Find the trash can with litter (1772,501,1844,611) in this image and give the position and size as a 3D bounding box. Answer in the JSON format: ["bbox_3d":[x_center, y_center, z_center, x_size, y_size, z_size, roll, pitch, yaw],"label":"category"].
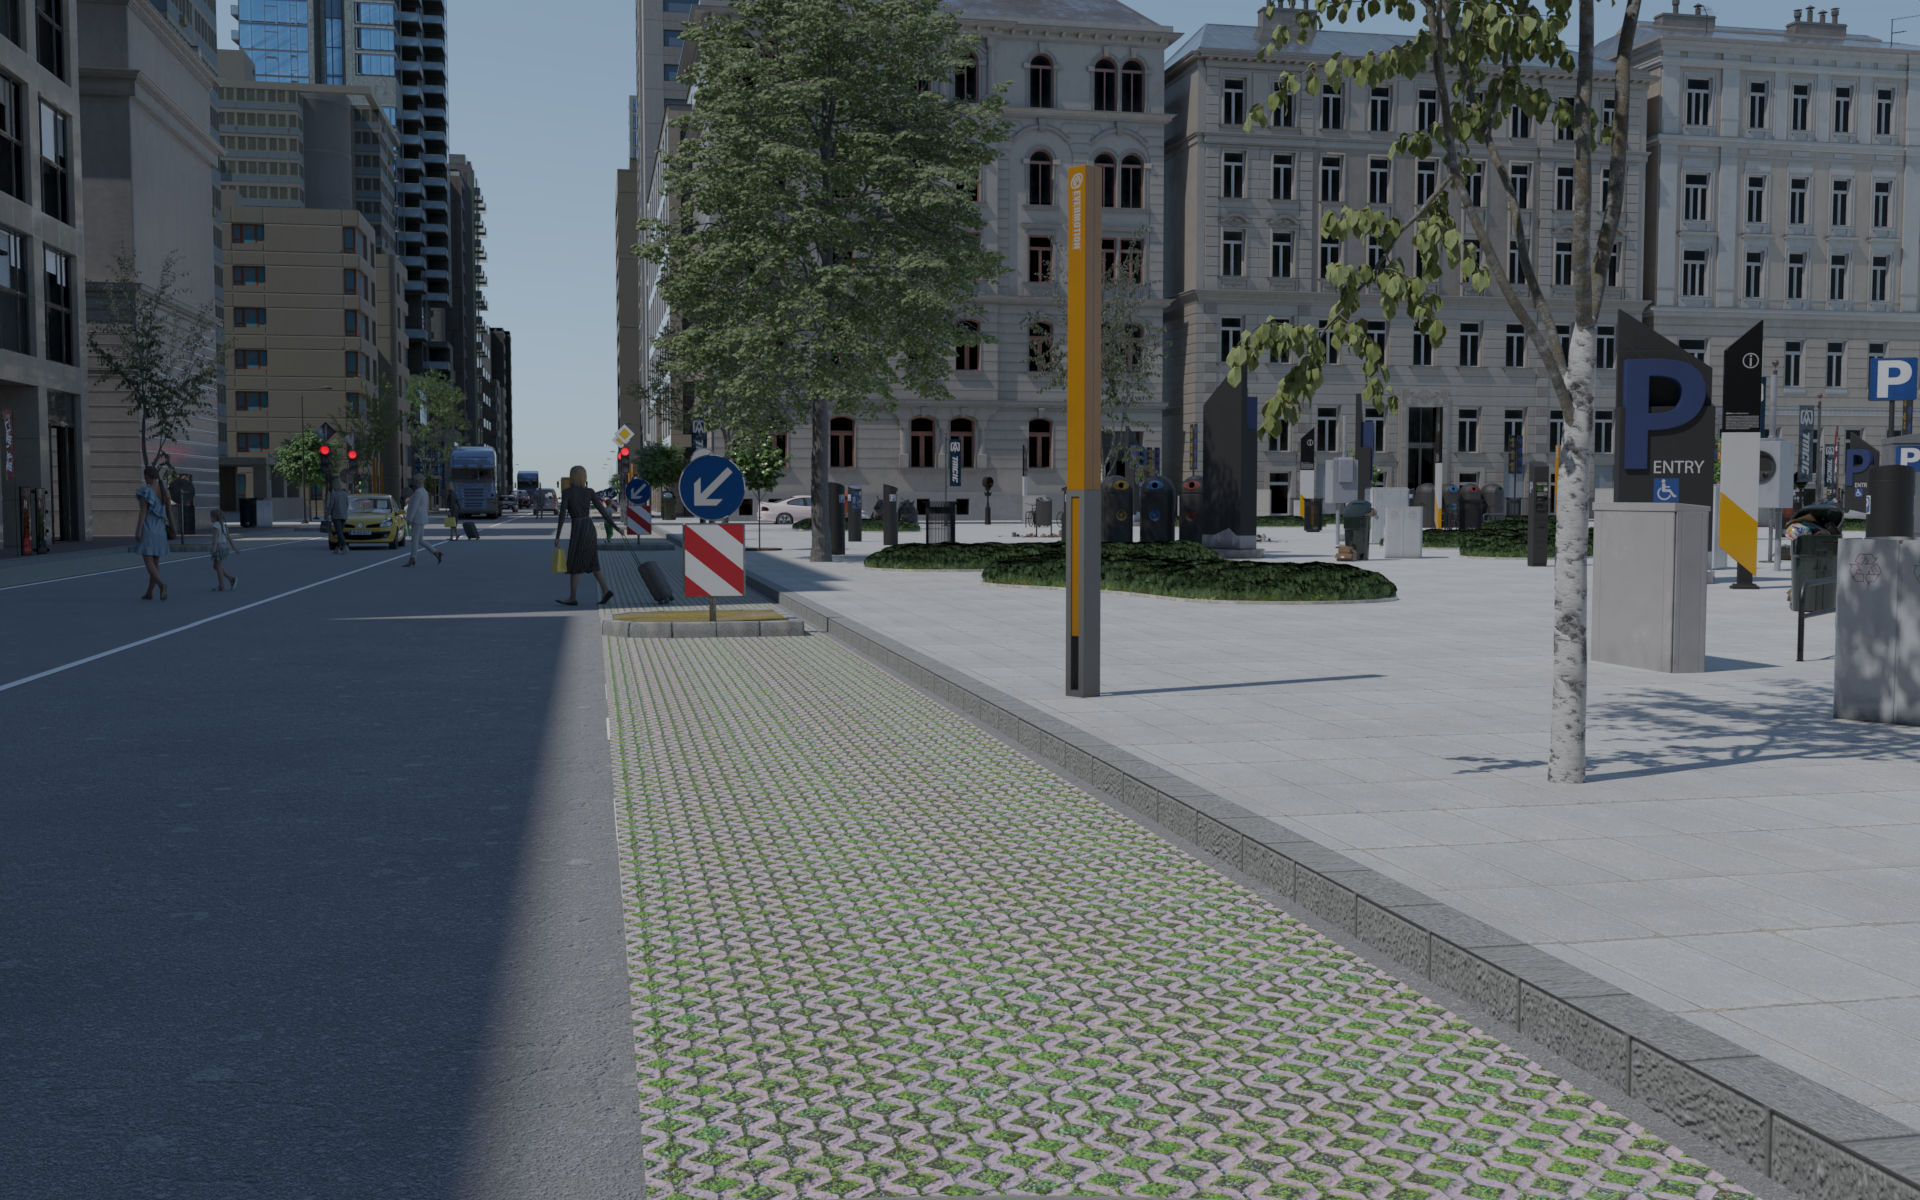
[{"bbox_3d":[9.347,-0.474,19.130,0.624,1.170,1.055,1,4,14],"label":"trash can with litter"}]

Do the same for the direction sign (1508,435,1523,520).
[{"bbox_3d":[21.386,-4.571,66.728,0.876,3.537,0.379,-3,4,-38],"label":"direction sign"}]

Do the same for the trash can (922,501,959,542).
[{"bbox_3d":[-0.392,-1.430,35.028,0.748,1.137,0.748,0,3,0],"label":"trash can"}]

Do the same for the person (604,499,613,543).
[{"bbox_3d":[-9.449,-2.064,46.487,0.306,1.304,0.590,1,4,9],"label":"person"}]

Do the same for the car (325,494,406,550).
[{"bbox_3d":[-15.704,-2.183,45.910,2.015,1.641,3.980,-1,4,-13],"label":"car"}]

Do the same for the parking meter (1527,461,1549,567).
[{"bbox_3d":[10.226,-1.524,30.631,0.255,1.863,0.399,0,4,1],"label":"parking meter"}]

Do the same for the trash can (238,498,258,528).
[{"bbox_3d":[-27.175,-3.332,66.129,0.748,1.137,0.748,0,3,0],"label":"trash can"}]

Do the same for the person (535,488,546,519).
[{"bbox_3d":[-24.395,-5.627,100.603,0.635,1.810,0.391,-1,4,-13],"label":"person"}]

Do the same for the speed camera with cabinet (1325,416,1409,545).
[{"bbox_3d":[10.373,-3.045,44.115,2.038,3.252,0.660,-1,4,-9],"label":"speed camera with cabinet"}]

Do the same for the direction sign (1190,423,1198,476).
[{"bbox_3d":[7.533,-3.909,55.909,0.379,3.537,0.876,0,4,-7],"label":"direction sign"}]

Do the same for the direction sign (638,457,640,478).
[{"bbox_3d":[-19.532,-6.945,105.553,0.379,3.537,0.876,-1,4,-22],"label":"direction sign"}]

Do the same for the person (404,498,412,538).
[{"bbox_3d":[-17.836,-2.654,56.146,0.306,1.304,0.590,-2,4,-29],"label":"person"}]

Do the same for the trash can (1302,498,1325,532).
[{"bbox_3d":[11.869,-2.847,58.198,0.748,1.137,0.748,0,3,0],"label":"trash can"}]

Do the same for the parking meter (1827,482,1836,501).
[{"bbox_3d":[40.542,-4.580,80.598,0.399,1.863,0.255,-2,4,-33],"label":"parking meter"}]

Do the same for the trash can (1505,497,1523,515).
[{"bbox_3d":[23.377,-3.761,73.145,0.748,1.137,0.748,0,3,0],"label":"trash can"}]

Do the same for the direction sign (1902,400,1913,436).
[{"bbox_3d":[19.374,-2.659,35.475,0.379,3.537,0.876,1,4,19],"label":"direction sign"}]

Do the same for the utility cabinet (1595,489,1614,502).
[{"bbox_3d":[26.375,-3.765,70.236,1.173,1.500,0.318,3,5,45],"label":"utility cabinet"}]

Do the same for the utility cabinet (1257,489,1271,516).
[{"bbox_3d":[14.328,-4.558,83.200,1.173,1.500,0.318,2,4,23],"label":"utility cabinet"}]

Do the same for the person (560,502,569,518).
[{"bbox_3d":[-23.663,-5.794,103.900,0.731,1.740,0.598,-3,4,-36],"label":"person"}]

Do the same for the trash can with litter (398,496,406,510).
[{"bbox_3d":[-37.407,-6.468,117.141,0.624,1.170,1.055,2,4,29],"label":"trash can with litter"}]

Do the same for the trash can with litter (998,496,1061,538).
[{"bbox_3d":[2.214,-2.478,51.576,2.233,1.210,1.678,2,4,33],"label":"trash can with litter"}]

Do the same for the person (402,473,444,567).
[{"bbox_3d":[-10.632,-1.583,34.256,0.818,1.842,0.514,-1,4,-23],"label":"person"}]

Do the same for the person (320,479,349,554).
[{"bbox_3d":[-14.883,-1.997,41.339,0.728,1.800,0.709,2,4,33],"label":"person"}]

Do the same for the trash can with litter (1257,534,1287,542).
[{"bbox_3d":[8.052,-2.384,50.042,2.233,1.210,1.678,-3,5,-41],"label":"trash can with litter"}]

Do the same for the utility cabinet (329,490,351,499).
[{"bbox_3d":[-36.193,-5.657,101.163,1.173,1.500,0.318,0,4,6],"label":"utility cabinet"}]

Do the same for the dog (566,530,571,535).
[{"bbox_3d":[-13.685,-2.712,61.170,0.800,0.831,0.513,-3,5,-45],"label":"dog"}]

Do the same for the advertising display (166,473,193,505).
[{"bbox_3d":[-24.460,-3.004,54.323,0.974,1.923,0.123,1,4,22],"label":"advertising display"}]

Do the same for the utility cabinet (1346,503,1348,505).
[{"bbox_3d":[12.331,-2.556,52.952,1.020,1.237,0.306,0,4,-3],"label":"utility cabinet"}]

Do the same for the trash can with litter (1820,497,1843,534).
[{"bbox_3d":[20.144,-1.736,39.444,1.678,1.210,2.233,-2,4,-33],"label":"trash can with litter"}]

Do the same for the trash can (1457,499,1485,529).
[{"bbox_3d":[13.856,-2.163,47.014,0.748,1.137,0.748,0,3,0],"label":"trash can"}]

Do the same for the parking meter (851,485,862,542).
[{"bbox_3d":[-2.830,-2.338,46.631,0.372,1.533,0.369,0,3,0],"label":"parking meter"}]

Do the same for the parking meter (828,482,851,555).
[{"bbox_3d":[-2.609,-1.720,36.530,0.372,1.533,0.369,0,3,0],"label":"parking meter"}]

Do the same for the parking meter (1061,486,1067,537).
[{"bbox_3d":[2.595,-2.004,41.169,0.372,1.533,0.369,0,3,0],"label":"parking meter"}]

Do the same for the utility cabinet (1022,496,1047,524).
[{"bbox_3d":[3.185,-3.841,73.956,1.020,1.237,0.306,0,4,4],"label":"utility cabinet"}]

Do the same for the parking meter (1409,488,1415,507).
[{"bbox_3d":[19.965,-4.184,76.820,0.372,1.533,0.369,0,3,0],"label":"parking meter"}]

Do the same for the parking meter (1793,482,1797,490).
[{"bbox_3d":[39.181,-4.640,81.582,0.255,1.863,0.399,0,4,-4],"label":"parking meter"}]

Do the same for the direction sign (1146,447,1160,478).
[{"bbox_3d":[9.343,-5.620,83.877,0.876,3.537,0.379,-3,4,-38],"label":"direction sign"}]

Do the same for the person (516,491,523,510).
[{"bbox_3d":[-40.650,-9.211,159.814,0.721,1.736,1.217,1,4,20],"label":"person"}]

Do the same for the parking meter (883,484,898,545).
[{"bbox_3d":[-1.737,-2.139,43.381,0.372,1.533,0.369,0,3,0],"label":"parking meter"}]

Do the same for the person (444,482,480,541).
[{"bbox_3d":[-15.424,-2.739,53.507,0.699,1.804,1.509,2,4,29],"label":"person"}]

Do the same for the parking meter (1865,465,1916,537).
[{"bbox_3d":[8.107,-0.410,15.118,0.372,1.533,0.369,0,3,0],"label":"parking meter"}]

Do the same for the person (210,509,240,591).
[{"bbox_3d":[-10.888,-0.737,25.563,0.382,1.210,0.505,0,4,-5],"label":"person"}]

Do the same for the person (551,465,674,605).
[{"bbox_3d":[-4.504,-0.831,22.304,1.509,1.804,0.699,0,4,3],"label":"person"}]

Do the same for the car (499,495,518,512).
[{"bbox_3d":[-36.381,-7.714,138.703,1.945,1.354,3.894,-1,4,-10],"label":"car"}]

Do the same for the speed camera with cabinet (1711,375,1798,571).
[{"bbox_3d":[12.890,-2.131,29.181,0.660,3.252,2.038,-3,5,-41],"label":"speed camera with cabinet"}]

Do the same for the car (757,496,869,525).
[{"bbox_3d":[-6.331,-3.817,74.765,4.827,1.381,2.083,-1,4,-12],"label":"car"}]

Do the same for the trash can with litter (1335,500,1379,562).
[{"bbox_3d":[7.597,-1.336,33.229,0.624,1.170,1.055,2,4,30],"label":"trash can with litter"}]

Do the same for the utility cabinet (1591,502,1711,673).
[{"bbox_3d":[5.115,-0.104,12.867,0.306,1.237,1.020,-1,4,-13],"label":"utility cabinet"}]

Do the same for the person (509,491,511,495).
[{"bbox_3d":[-56.567,-12.806,217.846,1.348,1.831,0.705,1,4,11],"label":"person"}]

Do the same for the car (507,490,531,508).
[{"bbox_3d":[-44.397,-10.134,174.370,2.281,1.827,5.304,-1,4,-14],"label":"car"}]

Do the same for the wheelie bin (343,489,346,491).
[{"bbox_3d":[-35.666,-5.611,99.642,0.980,1.594,0.693,1,4,9],"label":"wheelie bin"}]

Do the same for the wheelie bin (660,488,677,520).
[{"bbox_3d":[-14.274,-4.700,84.756,0.693,1.594,0.980,-2,4,-30],"label":"wheelie bin"}]

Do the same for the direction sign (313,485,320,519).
[{"bbox_3d":[-32.635,-5.855,87.730,0.379,3.537,0.876,2,4,33],"label":"direction sign"}]

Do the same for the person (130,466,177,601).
[{"bbox_3d":[-10.821,-0.901,23.331,0.778,1.811,0.616,3,5,40],"label":"person"}]

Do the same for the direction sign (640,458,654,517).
[{"bbox_3d":[-17.522,-6.488,98.077,0.876,3.537,0.379,0,4,-6],"label":"direction sign"}]
